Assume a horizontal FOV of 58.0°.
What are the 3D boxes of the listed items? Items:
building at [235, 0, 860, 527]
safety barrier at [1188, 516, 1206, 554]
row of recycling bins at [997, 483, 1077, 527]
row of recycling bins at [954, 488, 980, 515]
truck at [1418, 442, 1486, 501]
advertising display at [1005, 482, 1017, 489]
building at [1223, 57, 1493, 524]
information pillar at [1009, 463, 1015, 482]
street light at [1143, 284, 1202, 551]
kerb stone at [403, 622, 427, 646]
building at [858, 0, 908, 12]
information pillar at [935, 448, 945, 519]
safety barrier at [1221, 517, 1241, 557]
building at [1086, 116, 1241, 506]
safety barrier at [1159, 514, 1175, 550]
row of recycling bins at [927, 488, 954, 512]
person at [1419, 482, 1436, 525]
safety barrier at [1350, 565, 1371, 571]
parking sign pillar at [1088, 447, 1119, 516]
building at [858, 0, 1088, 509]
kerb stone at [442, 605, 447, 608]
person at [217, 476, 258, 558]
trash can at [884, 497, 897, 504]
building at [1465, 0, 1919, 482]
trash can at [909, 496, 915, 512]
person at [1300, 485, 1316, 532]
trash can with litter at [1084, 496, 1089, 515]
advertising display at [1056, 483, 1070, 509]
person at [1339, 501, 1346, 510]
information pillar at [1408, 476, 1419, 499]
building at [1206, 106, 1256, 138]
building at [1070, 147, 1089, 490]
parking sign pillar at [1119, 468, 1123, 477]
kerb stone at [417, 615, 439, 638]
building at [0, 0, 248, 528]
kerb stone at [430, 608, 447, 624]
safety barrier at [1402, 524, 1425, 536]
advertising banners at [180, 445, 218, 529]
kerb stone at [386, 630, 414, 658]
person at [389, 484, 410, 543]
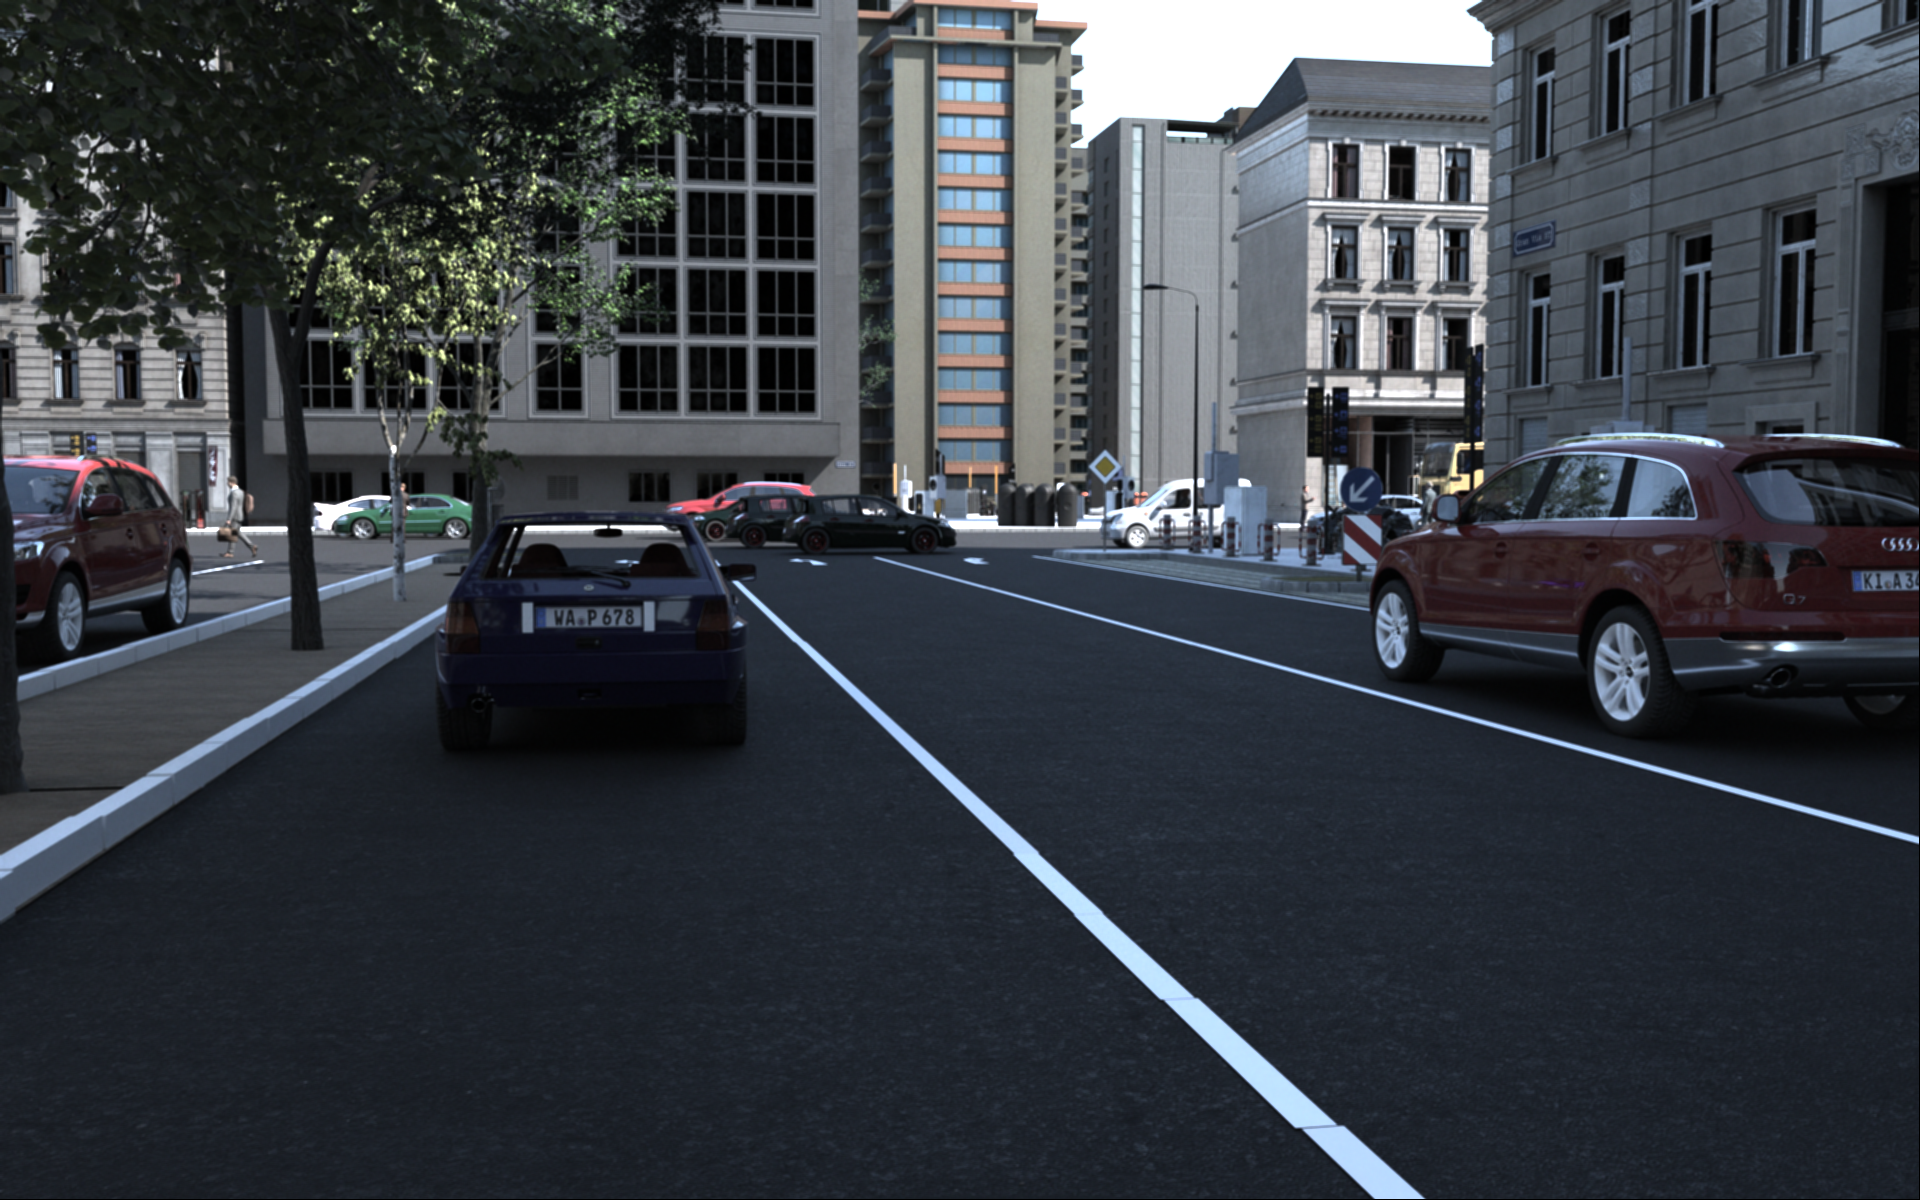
[{"bbox_3d":[-16.793,-17.125,73.505,24.014,27.812,14.314,-1,4,-10],"label":"building"},{"bbox_3d":[5.111,-1.410,37.334,0.300,0.817,1.120,-1,4,-10],"label":"safety barrier"},{"bbox_3d":[3.022,-3.736,68.192,3.534,1.692,1.069,2,4,32],"label":"row of recycling bins"},{"bbox_3d":[0.682,-6.298,110.091,1.069,1.692,3.534,1,4,12],"label":"row of recycling bins"},{"bbox_3d":[21.253,-4.200,64.588,9.791,3.379,3.469,-1,4,-11],"label":"truck"},{"bbox_3d":[2.817,-5.531,95.651,0.123,1.923,0.974,-2,4,-31],"label":"advertising display"},{"bbox_3d":[15.216,-13.886,77.950,40.483,20.767,10.553,-1,4,-10],"label":"building"},{"bbox_3d":[3.892,-8.463,129.725,0.504,3.616,0.183,0,4,-5],"label":"information pillar"},{"bbox_3d":[4.734,-4.037,38.540,1.470,5.913,1.316,-1,4,-10],"label":"street light"},{"bbox_3d":[-5.240,0.346,16.543,0.120,0.150,1.000,-1,4,-10],"label":"kerb stone"},{"bbox_3d":[-6.947,-45.498,182.146,20.563,71.187,20.611,-1,4,-10],"label":"building"},{"bbox_3d":[-1.032,-5.923,88.203,0.504,3.616,0.183,1,4,8],"label":"information pillar"},{"bbox_3d":[5.505,-1.279,35.191,0.300,0.817,1.120,-1,4,-10],"label":"safety barrier"},{"bbox_3d":[22.416,-31.080,191.753,14.086,41.232,14.154,-1,4,-10],"label":"building"},{"bbox_3d":[4.720,-1.541,39.466,0.300,0.817,1.120,-1,4,-10],"label":"safety barrier"},{"bbox_3d":[-1.345,-7.197,124.782,1.069,1.692,3.534,2,4,31],"label":"row of recycling bins"},{"bbox_3d":[14.424,-2.748,53.598,0.661,1.801,0.590,-3,4,-37],"label":"person"},{"bbox_3d":[6.675,-0.889,28.814,0.300,0.817,1.120,-1,4,-10],"label":"safety barrier"},{"bbox_3d":[8.120,-6.812,99.845,1.447,3.967,1.447,-1,4,-13],"label":"parking sign pillar"},{"bbox_3d":[-1.179,-30.843,158.903,22.147,44.769,28.867,-1,4,-10],"label":"building"},{"bbox_3d":[-5.801,0.161,19.577,0.120,0.150,1.000,-1,4,-10],"label":"kerb stone"},{"bbox_3d":[-16.256,-1.865,38.961,0.822,1.834,0.622,-1,4,-17],"label":"person"},{"bbox_3d":[-3.591,-4.797,90.076,0.748,1.137,0.748,0,3,0],"label":"trash can"},{"bbox_3d":[18.467,-13.879,24.193,12.463,27.353,25.104,-1,4,-10],"label":"building"},{"bbox_3d":[-3.428,-7.053,126.976,0.748,1.137,0.748,0,3,0],"label":"trash can"},{"bbox_3d":[13.332,-3.496,66.187,0.750,1.759,0.617,2,4,31],"label":"person"},{"bbox_3d":[7.826,-5.653,103.820,1.055,1.170,0.624,-2,4,-33],"label":"trash can with litter"},{"bbox_3d":[5.848,-5.707,98.529,0.974,1.923,0.123,-3,4,-38],"label":"advertising display"},{"bbox_3d":[11.946,-2.496,54.000,0.332,1.250,0.352,-1,4,-11],"label":"person"},{"bbox_3d":[18.356,-4.013,70.106,0.304,2.012,0.304,-2,4,-30],"label":"information pillar"},{"bbox_3d":[36.510,-33.292,194.428,14.200,45.320,14.600,-1,4,-10],"label":"building"},{"bbox_3d":[16.782,-37.999,244.980,21.600,48.544,21.300,-1,4,-10],"label":"building"},{"bbox_3d":[10.841,-8.125,121.314,1.447,3.967,1.447,-1,4,-11],"label":"parking sign pillar"},{"bbox_3d":[-5.426,0.284,17.553,0.120,0.150,1.000,-1,4,-10],"label":"kerb stone"},{"bbox_3d":[-37.303,-13.389,68.055,18.267,20.994,9.793,-1,4,-10],"label":"building"},{"bbox_3d":[-5.609,0.222,18.562,0.120,0.150,1.000,-1,4,-10],"label":"kerb stone"},{"bbox_3d":[7.066,-0.759,26.689,0.300,0.817,1.120,-1,4,-10],"label":"safety barrier"},{"bbox_3d":[-27.591,-4.075,62.821,2.074,3.025,0.090,2,4,29],"label":"advertising banners"},{"bbox_3d":[-5.051,0.407,15.535,0.120,0.150,1.000,-1,4,-10],"label":"kerb stone"},{"bbox_3d":[-16.486,-2.553,50.930,0.565,1.739,0.600,-3,4,-36],"label":"person"}]
